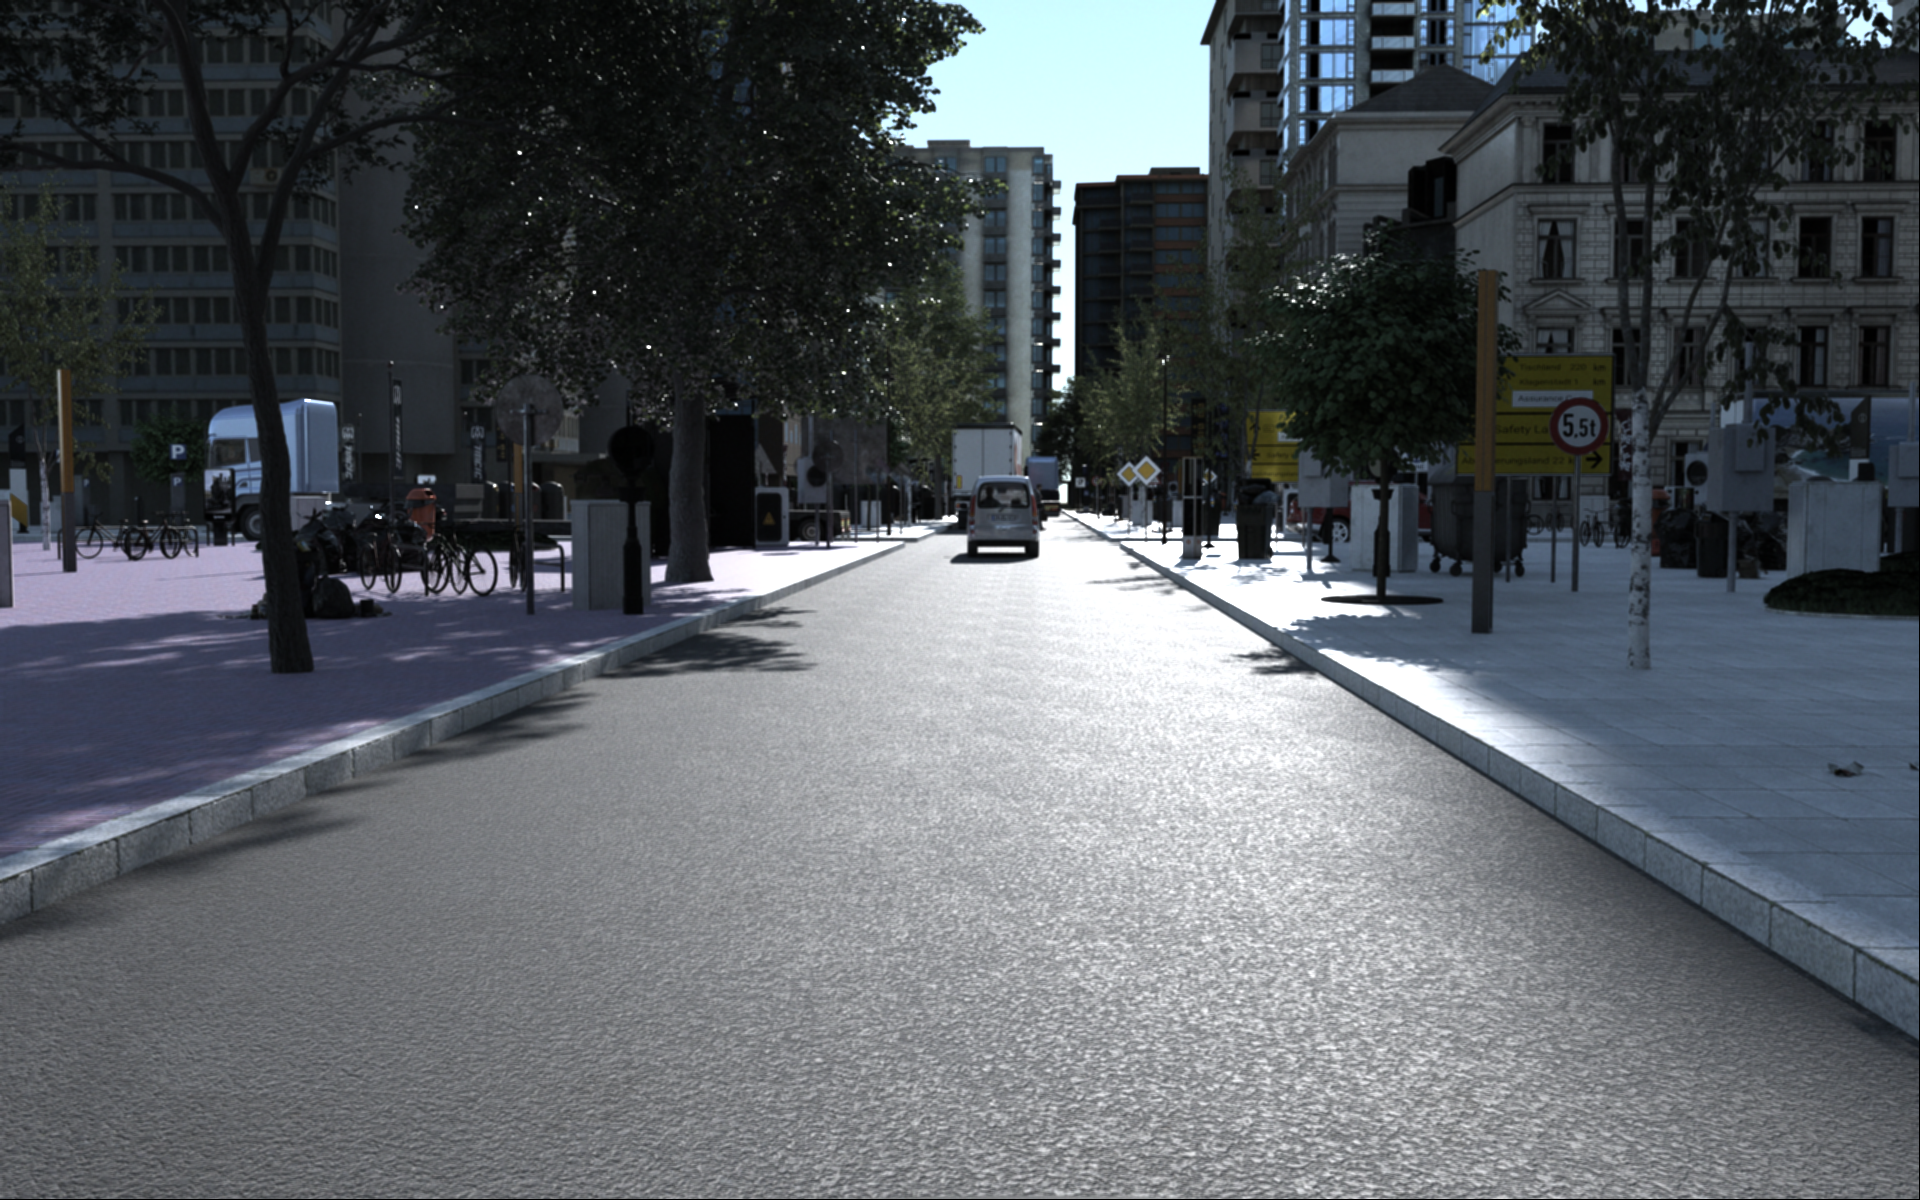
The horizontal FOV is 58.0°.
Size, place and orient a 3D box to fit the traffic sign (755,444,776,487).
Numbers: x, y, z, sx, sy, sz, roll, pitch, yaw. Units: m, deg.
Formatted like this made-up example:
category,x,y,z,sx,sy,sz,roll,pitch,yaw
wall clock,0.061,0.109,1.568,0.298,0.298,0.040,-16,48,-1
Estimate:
category,x,y,z,sx,sy,sz,roll,pitch,yaw
traffic sign,-5.162,-2.729,44.615,0.884,2.594,0.081,1,4,9

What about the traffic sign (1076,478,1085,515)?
category,x,y,z,sx,sy,sz,roll,pitch,yaw
traffic sign,7.435,-6.414,107.001,0.606,2.300,0.079,0,4,3

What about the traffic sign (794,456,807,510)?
category,x,y,z,sx,sy,sz,roll,pitch,yaw
traffic sign,-5.024,-3.433,56.232,0.768,2.556,0.104,0,4,7

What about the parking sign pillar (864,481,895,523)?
category,x,y,z,sx,sy,sz,roll,pitch,yaw
parking sign pillar,-3.591,-5.346,75.873,1.447,3.967,1.447,1,4,14

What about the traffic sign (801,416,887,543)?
category,x,y,z,sx,sy,sz,roll,pitch,yaw
traffic sign,-3.054,-3.157,45.483,2.265,3.308,0.079,0,4,4

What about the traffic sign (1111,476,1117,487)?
category,x,y,z,sx,sy,sz,roll,pitch,yaw
traffic sign,10.860,-7.416,121.349,0.768,2.556,0.104,1,4,10

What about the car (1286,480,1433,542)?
category,x,y,z,sx,sy,sz,roll,pitch,yaw
car,11.660,-2.380,47.590,5.304,1.827,2.281,0,4,0

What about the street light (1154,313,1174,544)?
category,x,y,z,sx,sy,sz,roll,pitch,yaw
street light,5.242,-4.372,44.263,0.468,5.910,1.993,0,4,2

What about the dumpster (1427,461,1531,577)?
category,x,y,z,sx,sy,sz,roll,pitch,yaw
dumpster,8.263,-1.336,27.597,1.264,1.857,1.865,0,4,2

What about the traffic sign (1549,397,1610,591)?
category,x,y,z,sx,sy,sz,roll,pitch,yaw
traffic sign,8.109,-1.386,22.764,0.768,2.556,0.104,0,4,7

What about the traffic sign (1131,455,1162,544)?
category,x,y,z,sx,sy,sz,roll,pitch,yaw
traffic sign,4.802,-2.510,44.682,0.795,2.450,0.064,0,4,2

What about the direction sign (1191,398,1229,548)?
category,x,y,z,sx,sy,sz,roll,pitch,yaw
direction sign,5.907,-2.997,40.992,0.876,3.537,0.379,0,4,7

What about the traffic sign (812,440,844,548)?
category,x,y,z,sx,sy,sz,roll,pitch,yaw
traffic sign,-3.116,-2.494,40.880,0.768,2.556,0.104,0,4,5

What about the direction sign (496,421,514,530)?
category,x,y,z,sx,sy,sz,roll,pitch,yaw
direction sign,-10.959,-3.066,42.126,0.876,3.537,0.379,2,4,34

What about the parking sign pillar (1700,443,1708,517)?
category,x,y,z,sx,sy,sz,roll,pitch,yaw
parking sign pillar,27.483,-4.553,62.910,1.447,3.967,1.447,-2,4,-32

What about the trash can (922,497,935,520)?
category,x,y,z,sx,sy,sz,roll,pitch,yaw
trash can,-1.524,-4.555,86.120,0.748,1.137,0.748,0,3,0

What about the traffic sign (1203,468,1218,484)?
category,x,y,z,sx,sy,sz,roll,pitch,yaw
traffic sign,10.739,-4.510,74.922,0.795,2.450,0.064,1,4,11

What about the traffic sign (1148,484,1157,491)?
category,x,y,z,sx,sy,sz,roll,pitch,yaw
traffic sign,12.217,-6.604,110.112,0.606,2.300,0.079,1,4,9

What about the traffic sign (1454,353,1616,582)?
category,x,y,z,sx,sy,sz,roll,pitch,yaw
traffic sign,8.296,-1.909,25.079,2.265,3.308,0.079,0,4,3

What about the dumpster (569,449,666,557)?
category,x,y,z,sx,sy,sz,roll,pitch,yaw
dumpster,-6.637,-1.902,33.591,1.502,2.255,1.985,0,4,2

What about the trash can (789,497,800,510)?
category,x,y,z,sx,sy,sz,roll,pitch,yaw
trash can,-8.543,-4.634,87.425,0.748,1.137,0.748,0,3,0

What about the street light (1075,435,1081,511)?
category,x,y,z,sx,sy,sz,roll,pitch,yaw
street light,8.672,-9.432,126.997,0.468,5.910,1.993,0,4,2

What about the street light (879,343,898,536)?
category,x,y,z,sx,sy,sz,roll,pitch,yaw
street light,-2.191,-4.925,53.311,0.468,5.910,1.993,0,4,2

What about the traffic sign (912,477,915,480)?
category,x,y,z,sx,sy,sz,roll,pitch,yaw
traffic sign,-2.681,-5.515,90.175,0.884,2.594,0.081,0,4,7

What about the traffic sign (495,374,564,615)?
category,x,y,z,sx,sy,sz,roll,pitch,yaw
traffic sign,-4.575,-1.117,18.372,0.768,2.556,0.104,1,4,9

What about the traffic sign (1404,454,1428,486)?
category,x,y,z,sx,sy,sz,roll,pitch,yaw
traffic sign,8.817,-1.919,33.502,0.606,2.300,0.079,1,4,11

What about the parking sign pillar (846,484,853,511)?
category,x,y,z,sx,sy,sz,roll,pitch,yaw
parking sign pillar,-6.935,-7.595,112.656,1.447,3.967,1.447,-2,4,-27

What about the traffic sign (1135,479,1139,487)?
category,x,y,z,sx,sy,sz,roll,pitch,yaw
traffic sign,12.444,-7.227,119.346,0.795,2.450,0.064,1,4,9

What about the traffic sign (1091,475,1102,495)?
category,x,y,z,sx,sy,sz,roll,pitch,yaw
traffic sign,9.352,-7.222,118.182,0.768,2.556,0.104,1,4,10

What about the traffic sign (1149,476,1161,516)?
category,x,y,z,sx,sy,sz,roll,pitch,yaw
traffic sign,10.419,-5.710,93.369,0.884,2.594,0.081,0,4,4

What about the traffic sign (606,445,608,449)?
category,x,y,z,sx,sy,sz,roll,pitch,yaw
traffic sign,-7.373,-2.305,37.796,0.768,2.556,0.104,1,4,11

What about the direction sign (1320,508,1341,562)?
category,x,y,z,sx,sy,sz,roll,pitch,yaw
direction sign,6.987,-2.481,32.564,0.876,3.537,0.379,-3,5,-45

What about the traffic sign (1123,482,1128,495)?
category,x,y,z,sx,sy,sz,roll,pitch,yaw
traffic sign,9.248,-5.867,96.025,0.768,2.556,0.104,1,4,9

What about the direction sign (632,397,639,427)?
category,x,y,z,sx,sy,sz,roll,pitch,yaw
direction sign,-6.772,-2.822,38.136,0.876,3.537,0.379,0,4,2

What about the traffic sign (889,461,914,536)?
category,x,y,z,sx,sy,sz,roll,pitch,yaw
traffic sign,-1.800,-3.017,52.971,0.795,2.450,0.064,0,4,2

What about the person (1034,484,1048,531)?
category,x,y,z,sx,sy,sz,roll,pitch,yaw
person,3.022,-3.640,67.986,0.822,1.834,0.622,0,4,5

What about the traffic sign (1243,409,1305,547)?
category,x,y,z,sx,sy,sz,roll,pitch,yaw
traffic sign,7.951,-2.921,41.626,2.265,3.308,0.079,0,4,6

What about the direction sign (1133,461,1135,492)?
category,x,y,z,sx,sy,sz,roll,pitch,yaw
direction sign,10.749,-7.015,106.684,0.379,3.537,0.876,1,4,17

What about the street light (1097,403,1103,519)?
category,x,y,z,sx,sy,sz,roll,pitch,yaw
street light,7.041,-7.032,87.759,0.468,5.910,1.993,0,4,2

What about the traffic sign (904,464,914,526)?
category,x,y,z,sx,sy,sz,roll,pitch,yaw
traffic sign,-2.241,-4.311,70.598,0.768,2.556,0.104,0,4,4

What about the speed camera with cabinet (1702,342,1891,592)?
category,x,y,z,sx,sy,sz,roll,pitch,yaw
speed camera with cabinet,10.963,-1.739,22.766,2.038,3.252,0.660,0,4,3

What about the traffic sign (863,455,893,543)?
category,x,y,z,sx,sy,sz,roll,pitch,yaw
traffic sign,-2.135,-2.529,44.993,0.795,2.450,0.064,0,4,2

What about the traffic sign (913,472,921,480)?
category,x,y,z,sx,sy,sz,roll,pitch,yaw
traffic sign,-2.584,-6.050,99.023,0.768,2.556,0.104,1,4,12

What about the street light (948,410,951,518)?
category,x,y,z,sx,sy,sz,roll,pitch,yaw
street light,-0.585,-7.342,92.823,0.468,5.910,1.993,0,4,2

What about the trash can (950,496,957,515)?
category,x,y,z,sx,sy,sz,roll,pitch,yaw
trash can,-0.492,-5.681,104.542,0.748,1.137,0.748,0,3,0

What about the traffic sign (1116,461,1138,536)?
category,x,y,z,sx,sy,sz,roll,pitch,yaw
traffic sign,5.137,-2.998,52.660,0.795,2.450,0.064,0,4,2

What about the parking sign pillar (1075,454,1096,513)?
category,x,y,z,sx,sy,sz,roll,pitch,yaw
parking sign pillar,8.419,-7.761,115.368,1.447,3.967,1.447,0,4,4

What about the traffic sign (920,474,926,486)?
category,x,y,z,sx,sy,sz,roll,pitch,yaw
traffic sign,-2.467,-6.645,108.759,0.768,2.556,0.104,0,4,5
